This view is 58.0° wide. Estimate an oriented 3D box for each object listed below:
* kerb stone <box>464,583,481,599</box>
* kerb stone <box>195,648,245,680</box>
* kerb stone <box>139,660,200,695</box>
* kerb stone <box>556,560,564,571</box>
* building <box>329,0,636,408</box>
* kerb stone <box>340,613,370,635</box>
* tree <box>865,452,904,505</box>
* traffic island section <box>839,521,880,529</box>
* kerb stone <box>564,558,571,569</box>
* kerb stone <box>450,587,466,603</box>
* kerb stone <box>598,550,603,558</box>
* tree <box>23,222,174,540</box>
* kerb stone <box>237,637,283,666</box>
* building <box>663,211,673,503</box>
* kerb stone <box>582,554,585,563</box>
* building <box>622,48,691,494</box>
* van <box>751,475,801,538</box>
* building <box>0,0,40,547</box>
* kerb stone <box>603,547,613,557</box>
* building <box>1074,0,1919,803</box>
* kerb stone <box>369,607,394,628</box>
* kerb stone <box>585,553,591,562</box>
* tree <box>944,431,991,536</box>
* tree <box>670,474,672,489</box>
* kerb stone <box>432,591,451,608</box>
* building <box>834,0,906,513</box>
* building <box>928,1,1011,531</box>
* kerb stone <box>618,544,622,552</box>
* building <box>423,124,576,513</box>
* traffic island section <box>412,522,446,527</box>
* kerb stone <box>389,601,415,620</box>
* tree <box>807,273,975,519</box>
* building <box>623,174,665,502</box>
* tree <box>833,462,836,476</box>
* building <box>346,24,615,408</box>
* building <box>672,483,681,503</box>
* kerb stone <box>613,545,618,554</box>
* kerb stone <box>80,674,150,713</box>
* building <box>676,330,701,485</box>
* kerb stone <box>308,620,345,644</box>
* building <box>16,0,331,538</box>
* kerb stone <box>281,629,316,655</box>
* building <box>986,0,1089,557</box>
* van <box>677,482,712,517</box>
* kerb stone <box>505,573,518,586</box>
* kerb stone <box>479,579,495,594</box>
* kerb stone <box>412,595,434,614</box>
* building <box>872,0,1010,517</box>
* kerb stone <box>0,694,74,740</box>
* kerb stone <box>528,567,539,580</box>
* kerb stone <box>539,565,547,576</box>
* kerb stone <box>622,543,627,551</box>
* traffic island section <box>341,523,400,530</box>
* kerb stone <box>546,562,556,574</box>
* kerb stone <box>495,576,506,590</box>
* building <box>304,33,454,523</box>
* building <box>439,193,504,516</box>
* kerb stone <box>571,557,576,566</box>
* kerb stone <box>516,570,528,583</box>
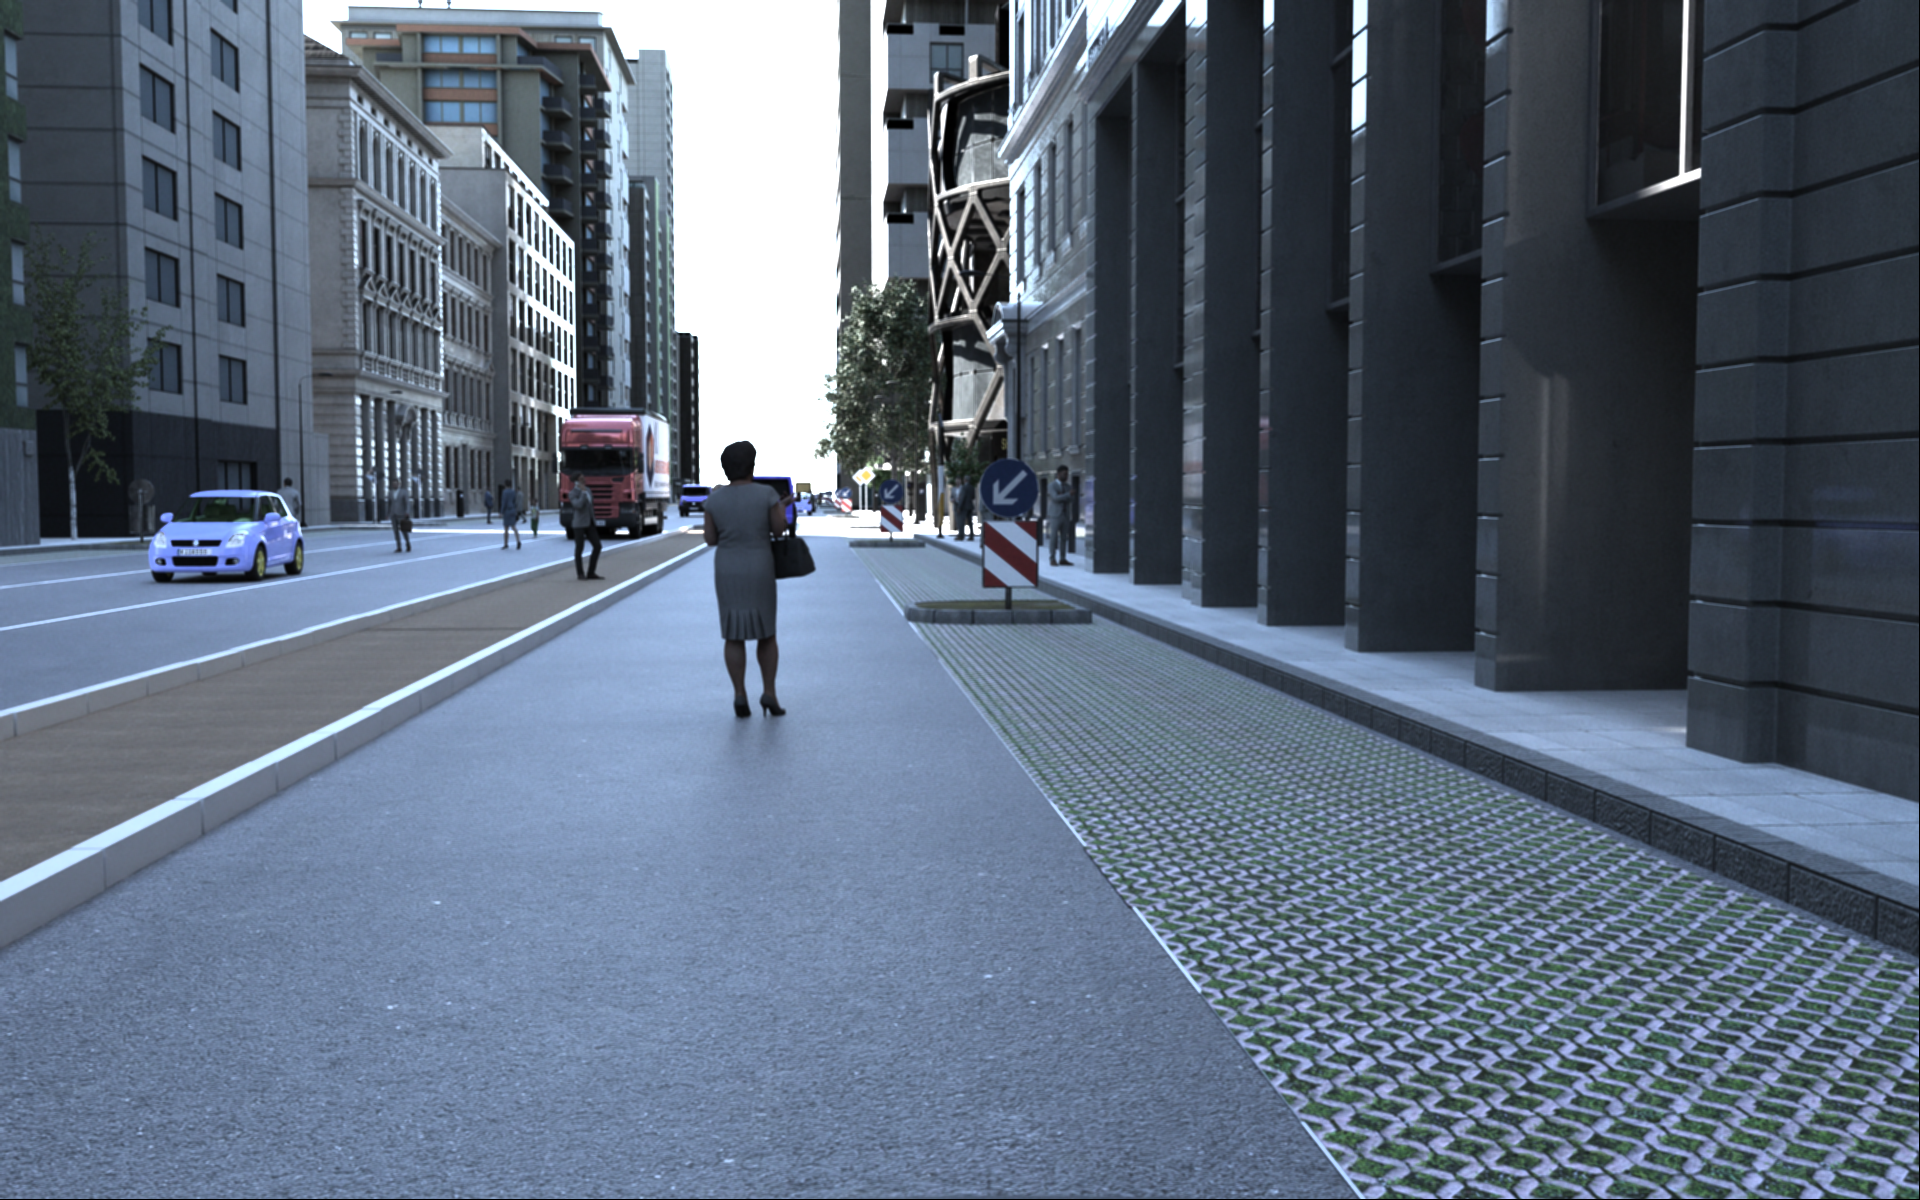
[{"bbox_3d":[-6.814,-0.107,23.948,0.120,0.150,1.000,0,4,-5],"label":"kerb stone"},{"bbox_3d":[-5.919,0.522,13.739,0.120,0.150,1.000,0,4,-5],"label":"kerb stone"},{"bbox_3d":[-5.836,0.580,12.719,0.120,0.150,1.000,0,4,-5],"label":"kerb stone"},{"bbox_3d":[-7.526,-0.605,32.111,0.120,0.150,1.000,0,4,-5],"label":"kerb stone"},{"bbox_3d":[-51.676,-36.987,193.982,28.713,52.752,27.495,0,4,-5],"label":"building"},{"bbox_3d":[-6.284,0.267,17.826,0.120,0.150,1.000,0,4,-5],"label":"kerb stone"},{"bbox_3d":[-5.737,-8.855,128.499,4.285,4.588,4.351,0,3,0],"label":"tree"},{"bbox_3d":[-4.521,-3.502,79.541,2.009,0.180,2.903,0,4,-5],"label":"traffic island section"},{"bbox_3d":[-7.619,-0.664,33.130,0.120,0.150,1.000,0,4,-5],"label":"kerb stone"},{"bbox_3d":[-6.729,-0.040,22.930,0.120,0.150,1.000,0,4,-5],"label":"kerb stone"},{"bbox_3d":[-8.065,-0.981,38.228,0.120,0.150,1.000,0,4,-5],"label":"kerb stone"},{"bbox_3d":[-24.405,-5.968,47.933,4.737,8.622,4.395,0,3,0],"label":"tree"},{"bbox_3d":[-6.007,0.455,14.764,0.120,0.150,1.000,0,4,-5],"label":"kerb stone"},{"bbox_3d":[-48.167,-34.209,242.917,14.154,41.232,14.086,0,4,-5],"label":"building"},{"bbox_3d":[-7.797,-0.794,35.173,0.120,0.150,1.000,0,4,-5],"label":"kerb stone"},{"bbox_3d":[-54.929,-51.669,283.036,20.563,71.187,20.611,0,4,-5],"label":"building"},{"bbox_3d":[-6.485,-3.315,58.579,2.240,2.365,5.245,0,4,-6],"label":"van"},{"bbox_3d":[-29.725,-21.508,35.258,14.154,41.232,14.086,0,4,-5],"label":"building"},{"bbox_3d":[-8.242,-1.101,40.278,0.120,0.150,1.000,0,4,-5],"label":"kerb stone"},{"bbox_3d":[8.726,-14.452,13.778,11.434,29.767,29.804,0,4,-5],"label":"building"},{"bbox_3d":[-6.372,0.211,18.845,0.120,0.150,1.000,0,4,-5],"label":"kerb stone"},{"bbox_3d":[-7.893,-0.850,36.192,0.120,0.150,1.000,0,4,-5],"label":"kerb stone"},{"bbox_3d":[0.056,-3.594,53.355,1.663,3.219,1.824,0,3,0],"label":"tree"},{"bbox_3d":[-39.567,-15.023,229.342,4.285,4.588,4.351,0,3,0],"label":"tree"},{"bbox_3d":[-6.637,0.017,21.911,0.120,0.150,1.000,0,4,-5],"label":"kerb stone"},{"bbox_3d":[0.480,-31.812,143.821,21.300,48.544,21.600,0,4,-5],"label":"building"},{"bbox_3d":[7.170,-12.012,63.850,16.820,18.784,16.811,0,4,-5],"label":"building"},{"bbox_3d":[-8.426,-1.231,42.323,0.120,0.150,1.000,0,4,-5],"label":"kerb stone"},{"bbox_3d":[-41.704,-20.125,133.566,19.350,26.468,34.151,0,4,-5],"label":"building"},{"bbox_3d":[-24.287,-3.397,77.821,2.009,0.180,2.903,0,4,-5],"label":"traffic island section"},{"bbox_3d":[-6.460,0.143,19.863,0.120,0.150,1.000,0,4,-5],"label":"kerb stone"},{"bbox_3d":[-3.511,-10.584,90.061,9.611,12.733,9.660,0,3,0],"label":"tree"},{"bbox_3d":[-45.024,-32.558,215.913,14.154,41.232,14.086,0,4,-5],"label":"building"},{"bbox_3d":[-15.776,-17.594,238.021,4.360,8.622,3.978,0,3,0],"label":"tree"},{"bbox_3d":[-45.141,-31.255,165.642,22.147,44.769,28.867,0,4,-5],"label":"building"},{"bbox_3d":[-58.928,-34.826,261.287,32.217,40.220,23.993,0,4,-5],"label":"building"},{"bbox_3d":[-8.334,-1.168,41.296,0.120,0.150,1.000,0,4,-5],"label":"kerb stone"},{"bbox_3d":[-5.745,0.642,11.701,0.120,0.150,1.000,0,4,-5],"label":"kerb stone"},{"bbox_3d":[-52.813,-32.449,302.235,14.160,30.474,14.107,0,4,-5],"label":"building"},{"bbox_3d":[-6.190,0.331,16.808,0.120,0.150,1.000,0,4,-5],"label":"kerb stone"},{"bbox_3d":[-35.280,-37.909,58.071,20.611,71.187,20.563,0,4,-5],"label":"building"},{"bbox_3d":[-6.096,0.400,15.785,0.120,0.150,1.000,0,4,-5],"label":"kerb stone"},{"bbox_3d":[8.367,-15.497,39.274,13.634,28.700,20.117,0,4,-5],"label":"building"},{"bbox_3d":[-16.909,-6.541,111.329,2.240,2.365,5.245,0,4,-4],"label":"van"},{"bbox_3d":[-7.084,-0.292,27.005,0.120,0.150,1.000,0,4,-5],"label":"kerb stone"},{"bbox_3d":[-6.898,-0.170,24.969,0.120,0.150,1.000,0,4,-5],"label":"kerb stone"},{"bbox_3d":[-6.547,0.080,20.886,0.120,0.150,1.000,0,4,-5],"label":"kerb stone"},{"bbox_3d":[8.194,-31.958,111.755,28.713,52.752,27.495,0,4,-5],"label":"building"},{"bbox_3d":[-5.648,0.705,10.677,0.120,0.150,1.000,0,4,-5],"label":"kerb stone"},{"bbox_3d":[-7.254,-0.418,29.057,0.120,0.150,1.000,0,4,-5],"label":"kerb stone"},{"bbox_3d":[-7.345,-0.482,30.075,0.120,0.150,1.000,0,4,-5],"label":"kerb stone"},{"bbox_3d":[-8.517,-1.293,43.343,0.120,0.150,1.000,0,4,-5],"label":"kerb stone"},{"bbox_3d":[-23.590,-2.910,69.866,2.009,0.180,2.903,0,4,-5],"label":"traffic island section"},{"bbox_3d":[-7.434,-0.544,31.093,0.120,0.150,1.000,0,4,-5],"label":"kerb stone"},{"bbox_3d":[-6.996,-0.225,25.987,0.120,0.150,1.000,0,4,-5],"label":"kerb stone"},{"bbox_3d":[-32.662,-15.732,86.089,11.050,23.489,19.941,0,4,-5],"label":"building"},{"bbox_3d":[-35.692,-16.531,106.439,11.583,22.565,21.152,0,4,-5],"label":"building"},{"bbox_3d":[-7.704,-0.724,34.151,0.120,0.150,1.000,0,4,-5],"label":"kerb stone"},{"bbox_3d":[-7.167,-0.356,28.024,0.120,0.150,1.000,0,4,-5],"label":"kerb stone"}]
